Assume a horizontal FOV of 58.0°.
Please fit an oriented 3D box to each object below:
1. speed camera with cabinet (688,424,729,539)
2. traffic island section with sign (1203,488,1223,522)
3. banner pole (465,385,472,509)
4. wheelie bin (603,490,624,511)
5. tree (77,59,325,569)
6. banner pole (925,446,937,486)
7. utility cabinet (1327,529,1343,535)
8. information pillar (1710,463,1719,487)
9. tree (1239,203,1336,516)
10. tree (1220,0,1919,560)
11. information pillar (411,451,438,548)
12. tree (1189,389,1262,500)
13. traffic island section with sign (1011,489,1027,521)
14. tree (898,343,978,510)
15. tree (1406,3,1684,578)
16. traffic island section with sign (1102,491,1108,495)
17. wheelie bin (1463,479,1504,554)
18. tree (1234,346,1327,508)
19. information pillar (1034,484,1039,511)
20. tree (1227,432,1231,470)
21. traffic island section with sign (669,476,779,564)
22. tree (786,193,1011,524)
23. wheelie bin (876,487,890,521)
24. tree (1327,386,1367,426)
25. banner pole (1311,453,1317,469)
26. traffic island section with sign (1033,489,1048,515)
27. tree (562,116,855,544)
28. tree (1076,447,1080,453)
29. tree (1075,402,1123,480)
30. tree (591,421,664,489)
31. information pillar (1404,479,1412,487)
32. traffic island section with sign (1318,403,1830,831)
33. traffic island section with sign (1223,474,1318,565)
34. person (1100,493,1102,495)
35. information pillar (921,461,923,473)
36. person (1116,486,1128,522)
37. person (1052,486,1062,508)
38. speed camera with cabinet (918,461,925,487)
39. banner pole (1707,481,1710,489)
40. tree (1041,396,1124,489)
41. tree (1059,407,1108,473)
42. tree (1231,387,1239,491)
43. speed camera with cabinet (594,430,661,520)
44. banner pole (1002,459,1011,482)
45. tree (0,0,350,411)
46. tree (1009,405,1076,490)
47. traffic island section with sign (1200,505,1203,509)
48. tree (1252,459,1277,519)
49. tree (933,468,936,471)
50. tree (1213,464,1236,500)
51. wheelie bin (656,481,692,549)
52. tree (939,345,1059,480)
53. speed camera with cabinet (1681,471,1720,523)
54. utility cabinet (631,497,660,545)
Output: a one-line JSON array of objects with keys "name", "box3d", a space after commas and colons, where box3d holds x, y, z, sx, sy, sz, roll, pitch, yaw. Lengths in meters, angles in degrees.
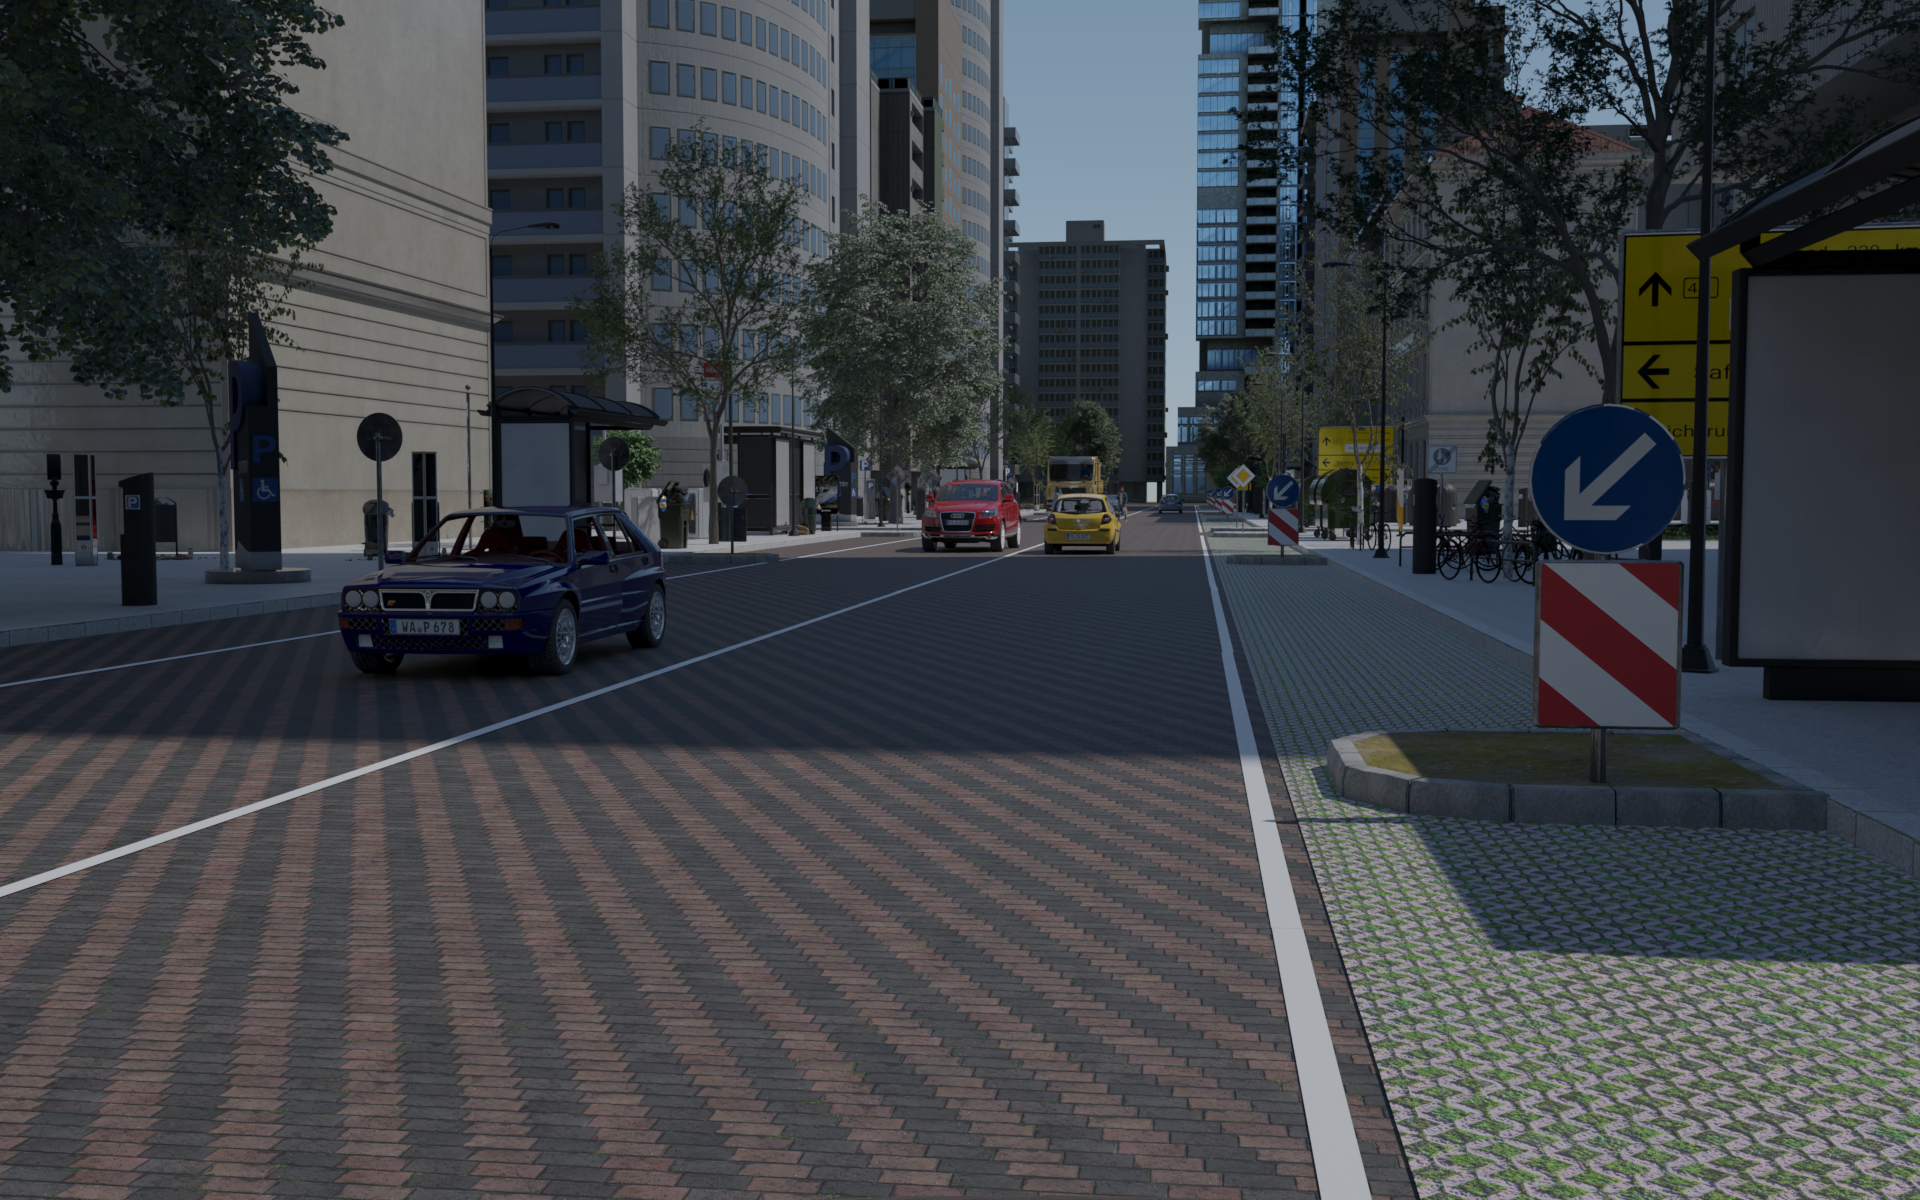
[{"name": "speed camera with cabinet", "box3d": [-7.201, -3.368, 49.406, 0.660, 3.252, 2.038, -2, 4, -28]}, {"name": "traffic island section with sign", "box3d": [13.860, -5.005, 90.466, 1.989, 1.847, 2.006, 0, 4, 8]}, {"name": "banner pole", "box3d": [-11.192, -3.023, 39.444, 0.401, 3.779, 0.863, -1, 4, -12]}, {"name": "wheelie bin", "box3d": [-12.092, -3.185, 59.986, 0.980, 1.594, 0.693, 1, 4, 18]}, {"name": "tree", "box3d": [-12.674, -4.824, 29.229, 4.360, 8.622, 3.978, 0, 3, 0]}, {"name": "banner pole", "box3d": [-1.444, -6.086, 89.530, 0.863, 3.779, 0.401, -1, 4, -10]}, {"name": "utility cabinet", "box3d": [11.705, -2.778, 54.105, 0.318, 1.500, 1.173, 2, 4, 25]}, {"name": "information pillar", "box3d": [55.724, -8.377, 128.310, 0.504, 3.616, 0.183, 0, 4, 7]}, {"name": "tree", "box3d": [9.959, -5.686, 43.322, 4.360, 8.622, 3.978, 0, 3, 0]}, {"name": "tree", "box3d": [7.077, -5.161, 18.793, 8.767, 10.594, 7.601, 0, 4, -6]}, {"name": "information pillar", "box3d": [-9.254, -1.558, 29.963, 0.304, 2.012, 0.304, 2, 4, 28]}, {"name": "tree", "box3d": [32.820, -18.623, 211.146, 9.857, 13.997, 8.962, 0, 3, 0]}, {"name": "traffic island section with sign", "box3d": [2.501, -5.079, 91.662, 1.989, 1.847, 2.006, 0, 4, 8]}, {"name": "tree", "box3d": [-1.379, -8.100, 82.801, 4.737, 8.622, 4.395, 0, 3, 0]}, {"name": "tree", "box3d": [8.611, -4.646, 26.324, 4.360, 8.622, 3.978, 0, 3, 0]}, {"name": "traffic island section with sign", "box3d": [16.438, -11.425, 195.422, 1.989, 1.847, 2.006, 0, 4, 8]}, {"name": "wheelie bin", "box3d": [11.251, -1.793, 37.221, 0.693, 1.594, 0.980, 0, 4, -8]}, {"name": "tree", "box3d": [15.458, -8.275, 85.654, 4.737, 8.622, 4.395, 0, 3, 0]}, {"name": "information pillar", "box3d": [5.804, -7.754, 131.267, 0.304, 2.012, 0.304, 3, 5, 40]}, {"name": "tree", "box3d": [18.076, -9.242, 101.462, 4.360, 8.622, 3.978, 0, 3, 0]}, {"name": "traffic island section with sign", "box3d": [-4.901, -1.709, 36.565, 1.989, 1.847, 2.006, 0, 4, 8]}, {"name": "tree", "box3d": [-2.675, -10.278, 74.703, 9.857, 13.997, 8.962, 0, 3, 0]}, {"name": "wheelie bin", "box3d": [-3.578, -4.559, 82.454, 0.693, 1.594, 0.980, 2, 4, 31]}, {"name": "tree", "box3d": [24.370, -9.948, 113.013, 4.737, 8.622, 4.395, 0, 3, 0]}, {"name": "banner pole", "box3d": [21.815, -7.120, 106.426, 0.863, 3.779, 0.401, 3, 5, 40]}, {"name": "traffic island section with sign", "box3d": [6.085, -6.713, 118.379, 1.989, 1.847, 2.006, 0, 4, 8]}, {"name": "tree", "box3d": [-6.479, -6.691, 43.806, 8.767, 10.594, 7.601, 2, 4, 23]}, {"name": "tree", "box3d": [8.942, -12.921, 161.620, 4.737, 8.622, 4.395, 0, 3, 0]}, {"name": "tree", "box3d": [16.506, -18.066, 213.507, 7.486, 12.596, 7.792, 0, 3, 0]}, {"name": "tree", "box3d": [-14.518, -5.584, 75.012, 4.285, 4.588, 4.351, 0, 3, 0]}, {"name": "information pillar", "box3d": [22.376, -5.026, 86.659, 0.304, 2.012, 0.304, -3, 4, -38]}, {"name": "traffic island section with sign", "box3d": [2.835, 0.015, 8.390, 1.989, 1.847, 2.006, 0, 4, 8]}, {"name": "traffic island section with sign", "box3d": [6.494, -1.650, 35.612, 1.989, 1.847, 2.006, 0, 4, 8]}, {"name": "person", "box3d": [17.847, -13.015, 221.819, 0.617, 1.759, 0.750, 3, 4, 37]}, {"name": "information pillar", "box3d": [-2.019, -6.585, 99.021, 0.504, 3.616, 0.183, 3, 5, 42]}, {"name": "person", "box3d": [8.377, -4.937, 89.199, 0.794, 1.824, 0.713, 3, 5, 45]}, {"name": "person", "box3d": [4.194, -4.077, 75.422, 0.793, 1.790, 0.793, 3, 5, 41]}, {"name": "speed camera with cabinet", "box3d": [-1.189, -5.940, 91.457, 2.038, 3.252, 0.660, 1, 4, 12]}, {"name": "banner pole", "box3d": [53.494, -8.195, 124.006, 0.863, 3.779, 0.401, -2, 4, -28]}, {"name": "tree", "box3d": [14.464, -17.428, 201.955, 9.611, 12.733, 9.660, 0, 3, 0]}, {"name": "tree", "box3d": [12.447, -15.370, 185.711, 7.601, 10.594, 8.767, 2, 4, 30]}, {"name": "tree", "box3d": [15.169, -7.989, 80.990, 4.360, 8.622, 3.978, 0, 3, 0]}, {"name": "speed camera with cabinet", "box3d": [-10.043, -3.550, 52.372, 2.038, 3.252, 0.660, 1, 4, 21]}, {"name": "banner pole", "box3d": [3.387, -8.218, 124.384, 0.863, 3.779, 0.401, -3, 4, -36]}, {"name": "tree", "box3d": [-10.492, -6.778, 17.470, 9.857, 13.997, 8.962, 0, 3, 0]}, {"name": "tree", "box3d": [5.995, -11.683, 141.386, 4.737, 8.622, 4.395, 0, 3, 0]}, {"name": "traffic island section with sign", "box3d": [17.449, -6.639, 117.182, 1.989, 1.847, 2.006, 0, 4, 8]}, {"name": "tree", "box3d": [16.299, -5.875, 90.659, 1.663, 3.219, 1.824, 0, 3, 0]}, {"name": "tree", "box3d": [-1.595, -7.291, 113.816, 1.663, 3.219, 1.824, 0, 3, 0]}, {"name": "tree", "box3d": [29.099, -12.523, 188.465, 4.285, 4.588, 4.351, 0, 3, 0]}, {"name": "wheelie bin", "box3d": [-6.706, -2.005, 40.696, 0.693, 1.594, 0.980, 1, 4, 11]}, {"name": "tree", "box3d": [1.432, -10.463, 105.490, 8.767, 10.594, 7.601, 0, 4, 2]}, {"name": "speed camera with cabinet", "box3d": [30.295, -4.629, 70.014, 2.038, 3.252, 0.660, 0, 4, -4]}, {"name": "utility cabinet", "box3d": [-7.837, -1.999, 43.853, 0.306, 1.237, 1.020, 3, 5, 43]}]
